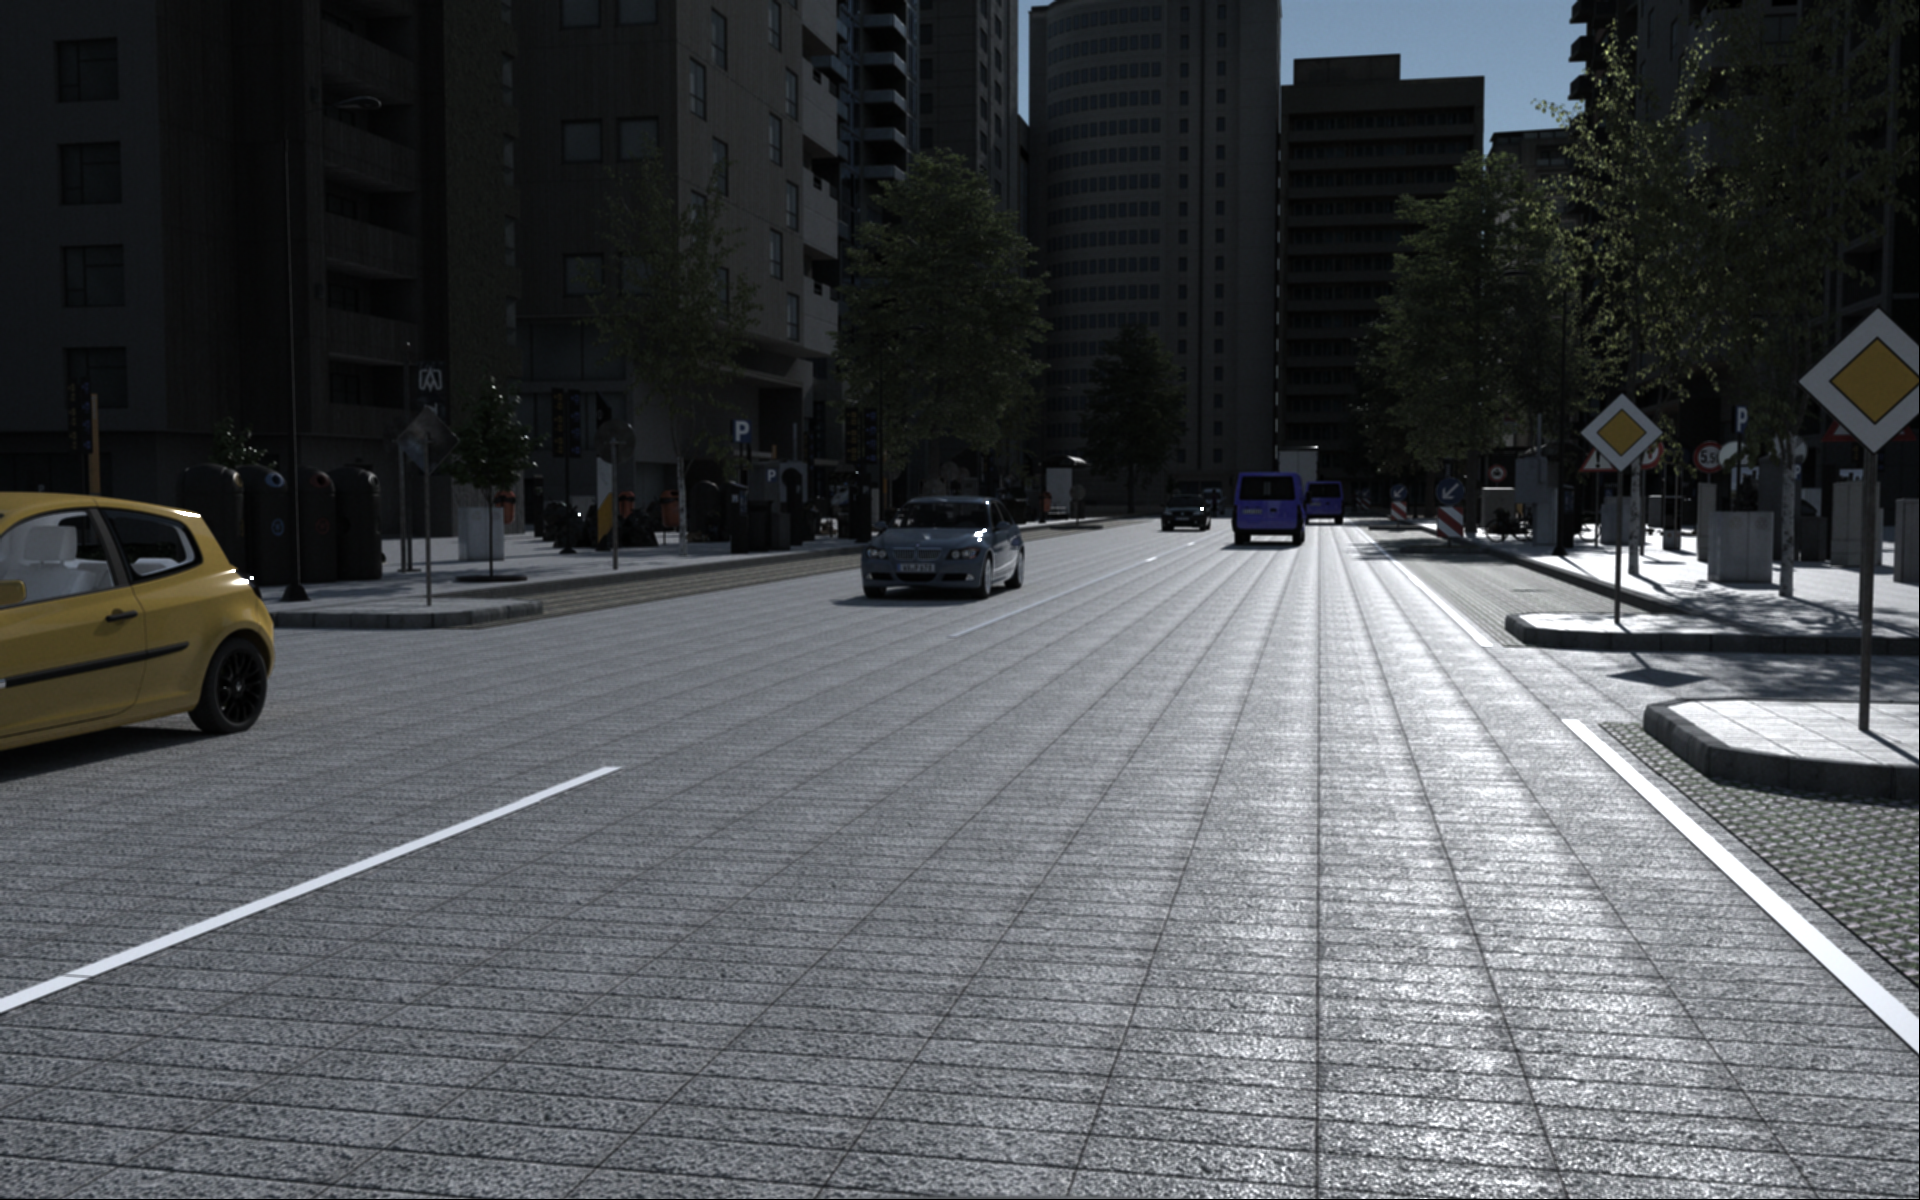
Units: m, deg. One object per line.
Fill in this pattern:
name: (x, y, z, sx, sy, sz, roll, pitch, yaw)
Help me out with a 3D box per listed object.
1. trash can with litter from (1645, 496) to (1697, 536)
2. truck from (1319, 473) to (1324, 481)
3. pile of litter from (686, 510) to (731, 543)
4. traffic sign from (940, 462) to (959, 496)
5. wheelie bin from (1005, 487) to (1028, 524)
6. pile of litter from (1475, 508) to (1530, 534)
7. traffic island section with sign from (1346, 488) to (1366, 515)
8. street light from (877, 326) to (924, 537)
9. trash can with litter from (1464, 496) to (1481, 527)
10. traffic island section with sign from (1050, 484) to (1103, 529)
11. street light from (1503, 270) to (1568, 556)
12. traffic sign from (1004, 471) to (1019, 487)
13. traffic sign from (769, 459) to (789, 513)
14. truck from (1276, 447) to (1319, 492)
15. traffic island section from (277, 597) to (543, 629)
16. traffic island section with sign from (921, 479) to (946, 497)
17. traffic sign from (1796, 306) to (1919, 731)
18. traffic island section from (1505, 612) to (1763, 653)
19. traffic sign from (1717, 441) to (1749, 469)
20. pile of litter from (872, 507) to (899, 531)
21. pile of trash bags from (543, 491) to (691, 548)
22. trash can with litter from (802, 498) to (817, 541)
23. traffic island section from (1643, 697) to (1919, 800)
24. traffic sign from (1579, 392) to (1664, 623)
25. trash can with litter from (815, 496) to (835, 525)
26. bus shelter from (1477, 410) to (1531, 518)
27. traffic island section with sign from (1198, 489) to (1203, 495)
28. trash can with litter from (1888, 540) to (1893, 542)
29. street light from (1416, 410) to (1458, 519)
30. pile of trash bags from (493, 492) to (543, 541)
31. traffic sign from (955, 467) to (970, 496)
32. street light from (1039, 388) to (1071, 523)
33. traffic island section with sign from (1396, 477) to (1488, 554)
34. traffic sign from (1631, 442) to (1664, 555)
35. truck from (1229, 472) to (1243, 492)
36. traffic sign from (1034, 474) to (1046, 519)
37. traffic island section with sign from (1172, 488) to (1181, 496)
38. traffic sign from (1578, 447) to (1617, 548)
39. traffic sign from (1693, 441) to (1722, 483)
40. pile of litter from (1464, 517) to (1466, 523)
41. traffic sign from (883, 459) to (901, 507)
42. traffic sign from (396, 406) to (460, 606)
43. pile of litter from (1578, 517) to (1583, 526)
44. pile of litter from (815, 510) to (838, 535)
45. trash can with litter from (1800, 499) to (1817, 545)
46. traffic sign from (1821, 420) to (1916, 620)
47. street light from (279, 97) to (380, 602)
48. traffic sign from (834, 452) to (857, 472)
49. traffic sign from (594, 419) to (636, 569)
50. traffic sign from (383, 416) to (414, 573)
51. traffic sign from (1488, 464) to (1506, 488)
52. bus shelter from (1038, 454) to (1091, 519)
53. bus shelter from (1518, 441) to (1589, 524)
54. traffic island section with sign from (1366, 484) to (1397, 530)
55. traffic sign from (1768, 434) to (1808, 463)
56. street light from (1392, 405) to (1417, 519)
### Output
trash can with litter: (22.231, -2.629, 54.036, 2.233, 1.210, 1.678, 1, 4, 9)
truck: (24.740, -7.994, 126.618, 3.469, 3.379, 9.791, 1, 4, 13)
pile of litter: (-6.833, -1.978, 46.298, 1.176, 0.858, 1.719, 3, 5, 45)
traffic sign: (-0.424, -4.141, 67.805, 0.768, 2.556, 0.104, 1, 4, 14)
wheelie bin: (2.395, -4.039, 73.948, 0.980, 1.594, 0.693, -2, 4, -29)
pile of litter: (17.525, -2.561, 55.832, 1.176, 0.858, 1.719, -3, 5, -43)
traffic island section with sign: (27.262, -6.621, 116.881, 1.989, 1.847, 2.006, 1, 4, 12)
street light: (-1.673, -4.621, 48.098, 1.470, 5.913, 1.316, 1, 4, 12)
trash can with litter: (19.822, -3.411, 66.835, 2.233, 1.210, 1.678, -3, 4, -36)
traffic island section with sign: (4.807, -3.803, 70.805, 1.989, 1.847, 2.006, 1, 4, 12)
street light: (11.964, -3.883, 36.024, 1.470, 5.913, 1.316, 1, 4, 12)
traffic sign: (2.586, -5.261, 87.203, 0.795, 2.450, 0.064, 1, 4, 16)
traffic sign: (-5.216, -2.929, 50.014, 0.606, 2.300, 0.079, 1, 4, 14)
truck: (21.177, -7.350, 109.087, 2.839, 4.237, 11.283, 1, 4, 10)
traffic island section: (-6.111, 0.147, 19.872, 2.009, 0.180, 2.903, 1, 4, 12)
traffic island section with sign: (-0.729, -2.173, 44.149, 1.989, 1.847, 2.006, 1, 4, 12)
traffic sign: (4.911, -0.349, 9.354, 0.795, 2.450, 0.064, 1, 4, 12)
traffic island section: (6.560, 0.308, 17.245, 2.009, 0.180, 2.903, 1, 4, 12)
traffic sign: (18.539, -2.532, 41.496, 0.768, 2.556, 0.104, 1, 4, 21)
pile of litter: (-2.529, -2.817, 60.016, 1.176, 0.858, 1.719, -3, 5, -44)
pile of trash bags: (-8.146, -1.998, 42.417, 1.912, 1.369, 3.447, 3, 4, 38)
trash can with litter: (-4.404, -2.176, 46.968, 1.055, 1.170, 0.624, 0, 4, -8)
traffic island section: (4.936, 0.786, 9.426, 2.009, 0.180, 2.903, 1, 4, 12)
traffic sign: (6.535, -0.828, 17.173, 0.795, 2.450, 0.064, 1, 4, 12)
trash can with litter: (-6.131, -3.687, 71.332, 2.233, 1.210, 1.678, -1, 4, -17)
bus shelter: (25.081, -6.293, 80.523, 2.179, 5.291, 8.768, 1, 4, 12)
traffic island section with sign: (20.588, -8.449, 146.776, 1.989, 1.847, 2.006, 1, 4, 12)
trash can with litter: (25.832, -2.133, 45.924, 2.233, 1.210, 1.678, 1, 4, 19)
street light: (17.532, -5.539, 63.097, 1.470, 5.913, 1.316, 1, 4, 12)
pile of trash bags: (-11.198, -2.327, 47.804, 3.447, 1.369, 1.912, 0, 4, 6)
traffic sign: (0.081, -5.029, 82.324, 0.768, 2.556, 0.104, 1, 4, 17)
street light: (4.151, -6.320, 75.869, 1.470, 5.913, 1.316, 1, 4, 12)
traffic island section with sign: (11.713, -2.040, 41.986, 1.989, 1.847, 2.006, 1, 4, 12)
traffic sign: (14.269, -2.206, 36.168, 0.768, 2.556, 0.104, 1, 4, 16)
truck: (25.871, -9.652, 153.729, 3.469, 3.379, 9.791, 1, 4, 12)
traffic sign: (4.057, -5.245, 87.892, 0.606, 2.300, 0.079, 1, 4, 17)
traffic island section with sign: (15.040, -6.818, 120.097, 1.989, 1.847, 2.006, 1, 4, 12)
traffic sign: (15.264, -2.537, 41.480, 0.884, 2.594, 0.081, 1, 4, 19)
traffic sign: (18.079, -2.551, 41.822, 0.768, 2.556, 0.104, 1, 4, 13)
pile of litter: (21.711, -3.797, 76.053, 1.719, 0.858, 1.176, -2, 4, -31)
traffic sign: (-2.540, -3.879, 63.532, 0.768, 2.556, 0.104, 1, 4, 15)
traffic sign: (-6.087, -0.989, 19.805, 0.795, 2.450, 0.064, 1, 4, 12)
pile of litter: (22.667, -3.125, 65.059, 1.719, 0.858, 1.176, -1, 4, -21)
pile of litter: (-4.352, -2.498, 54.808, 1.176, 0.858, 1.719, 1, 4, 22)
trash can with litter: (19.181, -1.693, 39.064, 0.624, 1.170, 1.055, -1, 4, -10)
traffic sign: (9.202, -1.076, 17.595, 0.884, 2.594, 0.081, 1, 4, 13)
street light: (-7.464, -2.935, 20.527, 1.470, 5.913, 1.316, 1, 4, 12)
traffic sign: (-3.484, -3.214, 52.555, 0.884, 2.594, 0.081, 1, 4, 15)
traffic sign: (-5.866, -1.793, 29.416, 0.768, 2.556, 0.104, 1, 4, 14)
traffic sign: (-9.064, -1.715, 28.148, 0.768, 2.556, 0.104, 1, 4, 19)
traffic sign: (22.937, -4.521, 74.024, 0.768, 2.556, 0.104, 1, 4, 15)
bus shelter: (5.536, -5.944, 91.107, 2.014, 3.302, 5.546, 1, 4, 12)
bus shelter: (23.586, -4.596, 69.065, 2.014, 3.302, 5.546, 1, 4, 12)
traffic island section with sign: (17.309, -3.687, 68.913, 1.989, 1.847, 2.006, 1, 4, 12)
traffic sign: (17.177, -2.197, 36.033, 0.768, 2.556, 0.104, 1, 4, 16)
street light: (23.191, -7.193, 90.152, 1.470, 5.913, 1.316, 1, 4, 12)
